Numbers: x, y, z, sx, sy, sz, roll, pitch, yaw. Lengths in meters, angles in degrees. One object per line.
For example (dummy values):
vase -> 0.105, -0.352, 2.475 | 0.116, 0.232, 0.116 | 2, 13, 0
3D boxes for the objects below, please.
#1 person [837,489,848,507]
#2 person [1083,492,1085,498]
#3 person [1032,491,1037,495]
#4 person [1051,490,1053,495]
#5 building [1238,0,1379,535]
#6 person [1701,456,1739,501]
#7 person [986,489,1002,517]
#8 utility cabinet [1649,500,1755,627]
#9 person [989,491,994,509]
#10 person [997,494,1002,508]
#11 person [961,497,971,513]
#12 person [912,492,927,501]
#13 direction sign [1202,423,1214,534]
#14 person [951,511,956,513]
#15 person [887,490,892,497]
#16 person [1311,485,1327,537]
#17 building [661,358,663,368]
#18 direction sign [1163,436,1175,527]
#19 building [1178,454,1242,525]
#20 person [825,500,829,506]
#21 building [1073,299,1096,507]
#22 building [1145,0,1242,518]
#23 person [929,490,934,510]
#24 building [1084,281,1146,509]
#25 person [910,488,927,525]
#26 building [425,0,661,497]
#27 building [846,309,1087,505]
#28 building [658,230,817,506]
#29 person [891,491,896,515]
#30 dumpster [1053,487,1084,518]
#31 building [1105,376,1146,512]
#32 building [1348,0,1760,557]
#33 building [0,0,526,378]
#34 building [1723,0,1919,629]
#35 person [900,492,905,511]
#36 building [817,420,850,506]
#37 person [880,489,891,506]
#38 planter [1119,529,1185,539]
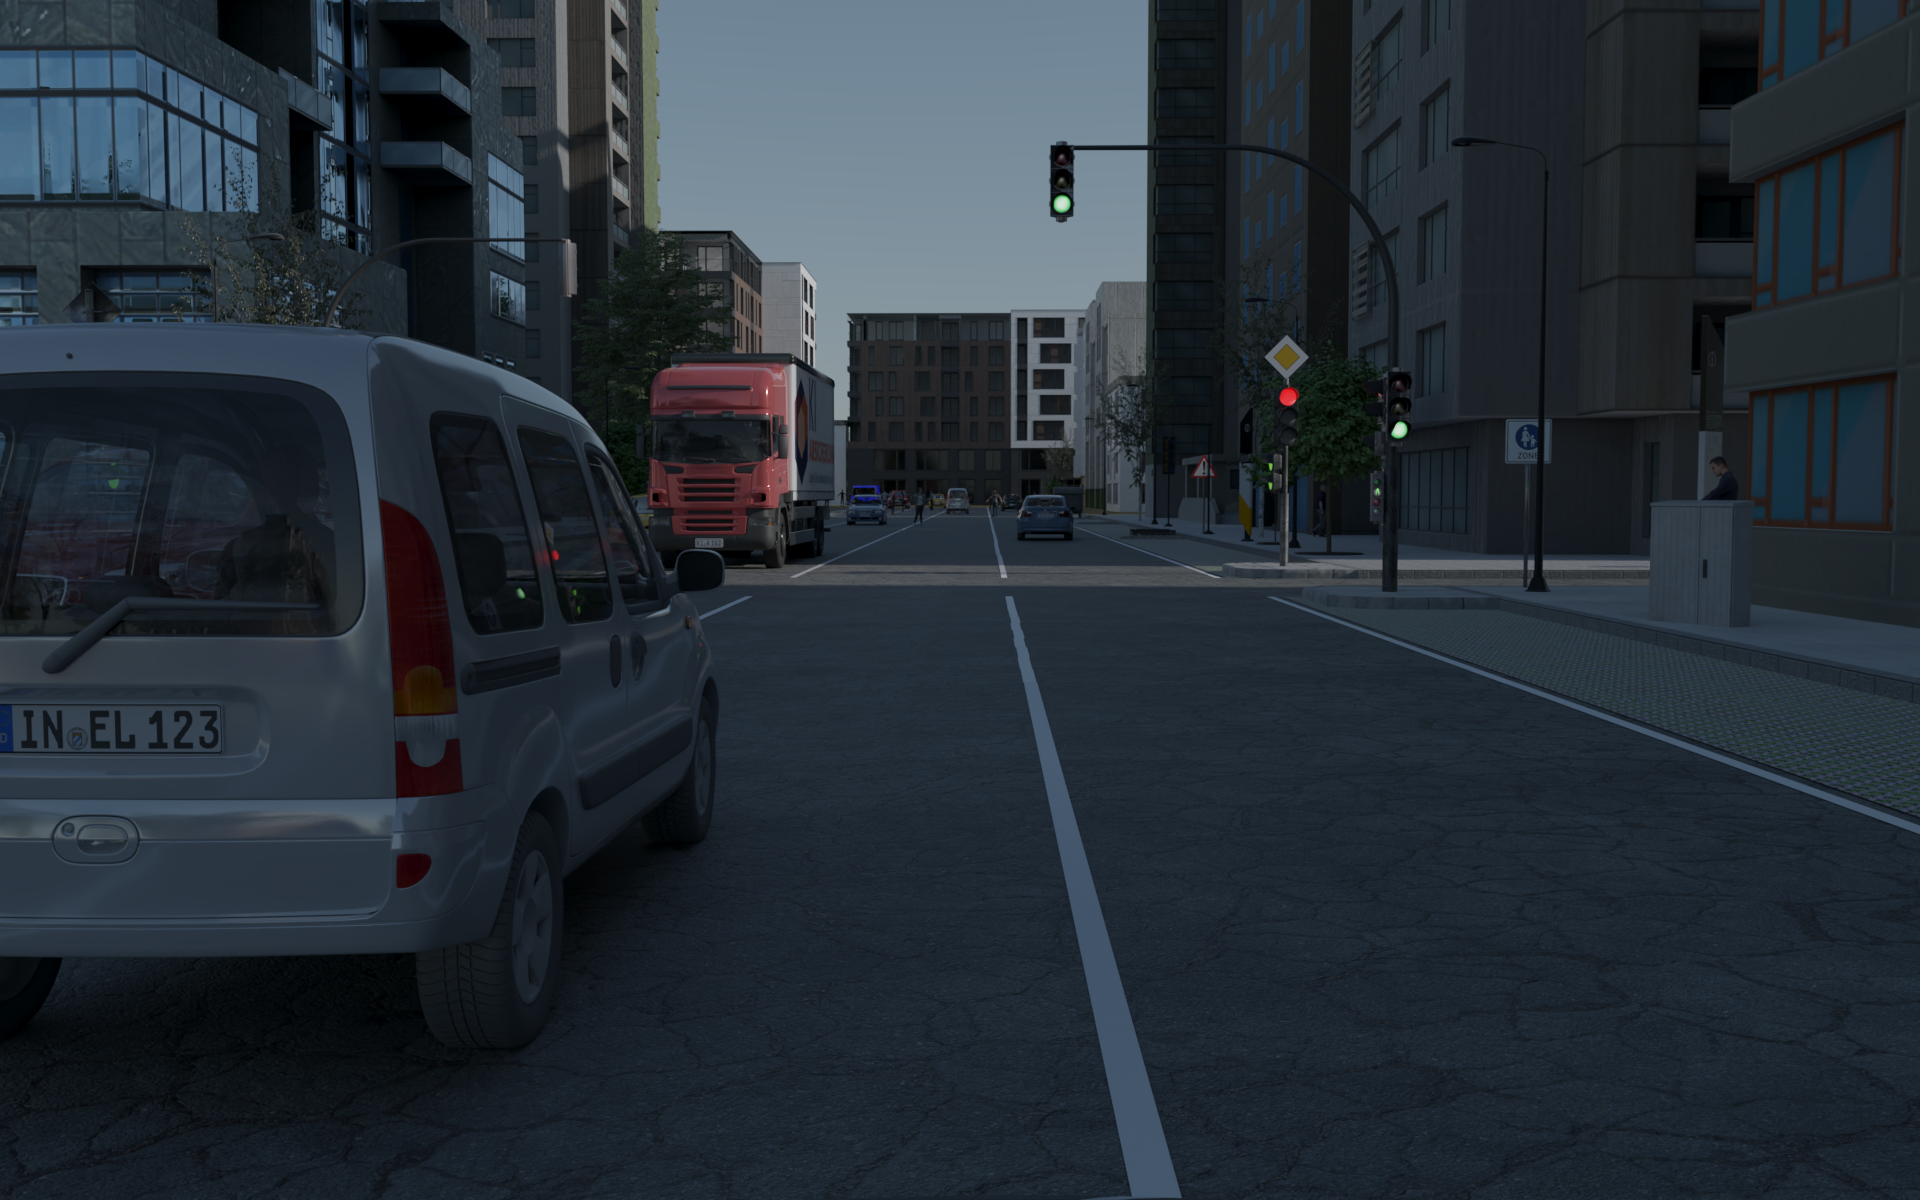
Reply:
person -> -11.752, -10.201, 173.352 | 1.217, 1.766, 0.721 | 1, 4, 17
person -> 9.510, -7.811, 136.941 | 0.799, 1.438, 0.628 | 0, 4, -3
person -> 6.711, -8.952, 155.781 | 0.541, 1.710, 0.530 | 3, 5, 39
person -> 6.090, -6.178, 110.237 | 0.721, 1.743, 1.217 | 0, 4, 2
building -> 17.681, -25.033, 59.403 | 14.600, 45.320, 14.200 | 0, 4, 1
person -> 9.670, -0.963, 22.230 | 0.568, 1.767, 0.683 | 1, 4, 23
person -> 2.157, -6.096, 108.884 | 1.217, 1.735, 0.721 | 3, 4, 39
utility cabinet -> 7.309, -0.365, 17.126 | 0.306, 1.237, 1.020 | -2, 4, -25
person -> 3.108, -9.945, 171.548 | 0.683, 1.767, 0.568 | -3, 5, -41
person -> 3.983, -10.174, 178.073 | 0.697, 1.427, 0.421 | -2, 4, -25
person -> 0.293, -7.459, 131.185 | 1.217, 1.736, 0.721 | 2, 4, 28
person -> -2.874, -6.941, 122.708 | 1.217, 1.735, 0.721 | 2, 4, 28
direction sign -> 7.951, -3.873, 55.314 | 0.379, 3.537, 0.876 | 1, 4, 9
person -> -0.465, -7.635, 134.120 | 0.721, 1.735, 1.217 | 3, 5, 41
person -> -7.067, -10.349, 177.690 | 1.348, 1.826, 0.705 | 1, 4, 11
person -> 10.677, -2.631, 51.264 | 0.471, 1.553, 0.569 | 3, 5, 44
building -> -19.131, -10.921, 120.705 | 9.099, 9.664, 28.070 | 0, 4, 1
direction sign -> 8.251, -4.677, 68.459 | 0.379, 3.537, 0.876 | 3, 4, 38
building -> 26.971, -23.648, 78.519 | 32.217, 40.220, 23.993 | 0, 4, 1
person -> -11.678, -9.005, 153.802 | 0.617, 1.759, 0.750 | 3, 5, 40
building -> 19.550, -19.420, 173.932 | 16.016, 20.091, 11.380 | 0, 4, 1
building -> 17.438, -19.981, 98.383 | 14.160, 30.474, 14.107 | 0, 4, 1
person -> -2.537, -8.868, 153.483 | 0.705, 1.826, 1.348 | -1, 4, -14
building -> 20.296, -17.499, 152.564 | 16.747, 18.905, 31.486 | 0, 4, 1
person -> -1.890, -4.355, 80.421 | 0.841, 1.734, 0.376 | -1, 4, -21
building -> -25.180, -25.330, 97.748 | 14.154, 41.232, 14.086 | 0, 4, 1
building -> 3.676, -22.133, 205.845 | 32.646, 21.610, 27.936 | 0, 4, 1
building -> -27.941, -18.770, 150.862 | 27.936, 21.610, 32.646 | 0, 4, 1
person -> -4.626, -6.769, 120.637 | 0.415, 1.643, 0.593 | 0, 4, -3
dumpster -> 6.538, -5.912, 104.883 | 1.865, 1.857, 1.264 | 0, 3, 0
building -> 15.797, -11.059, 122.964 | 9.099, 9.664, 28.070 | 0, 4, 1
building -> 17.163, -21.706, 38.482 | 14.086, 41.232, 14.154 | 0, 4, 1
building -> -27.023, -45.271, 52.857 | 22.319, 86.520, 31.000 | 0, 4, 1
building -> 22.831, -9.831, 5.775 | 27.650, 21.520, 28.899 | 0, 4, 1
person -> -4.812, -8.177, 143.671 | 0.415, 1.643, 0.593 | -1, 4, -21
building -> -26.813, -15.593, 197.100 | 28.070, 9.664, 9.099 | 0, 4, 1
person -> -5.936, -7.857, 136.943 | 1.348, 1.826, 0.705 | 0, 4, -6
planter -> 6.122, -2.098, 55.434 | 1.991, 0.319, 1.994 | 0, 4, 1
